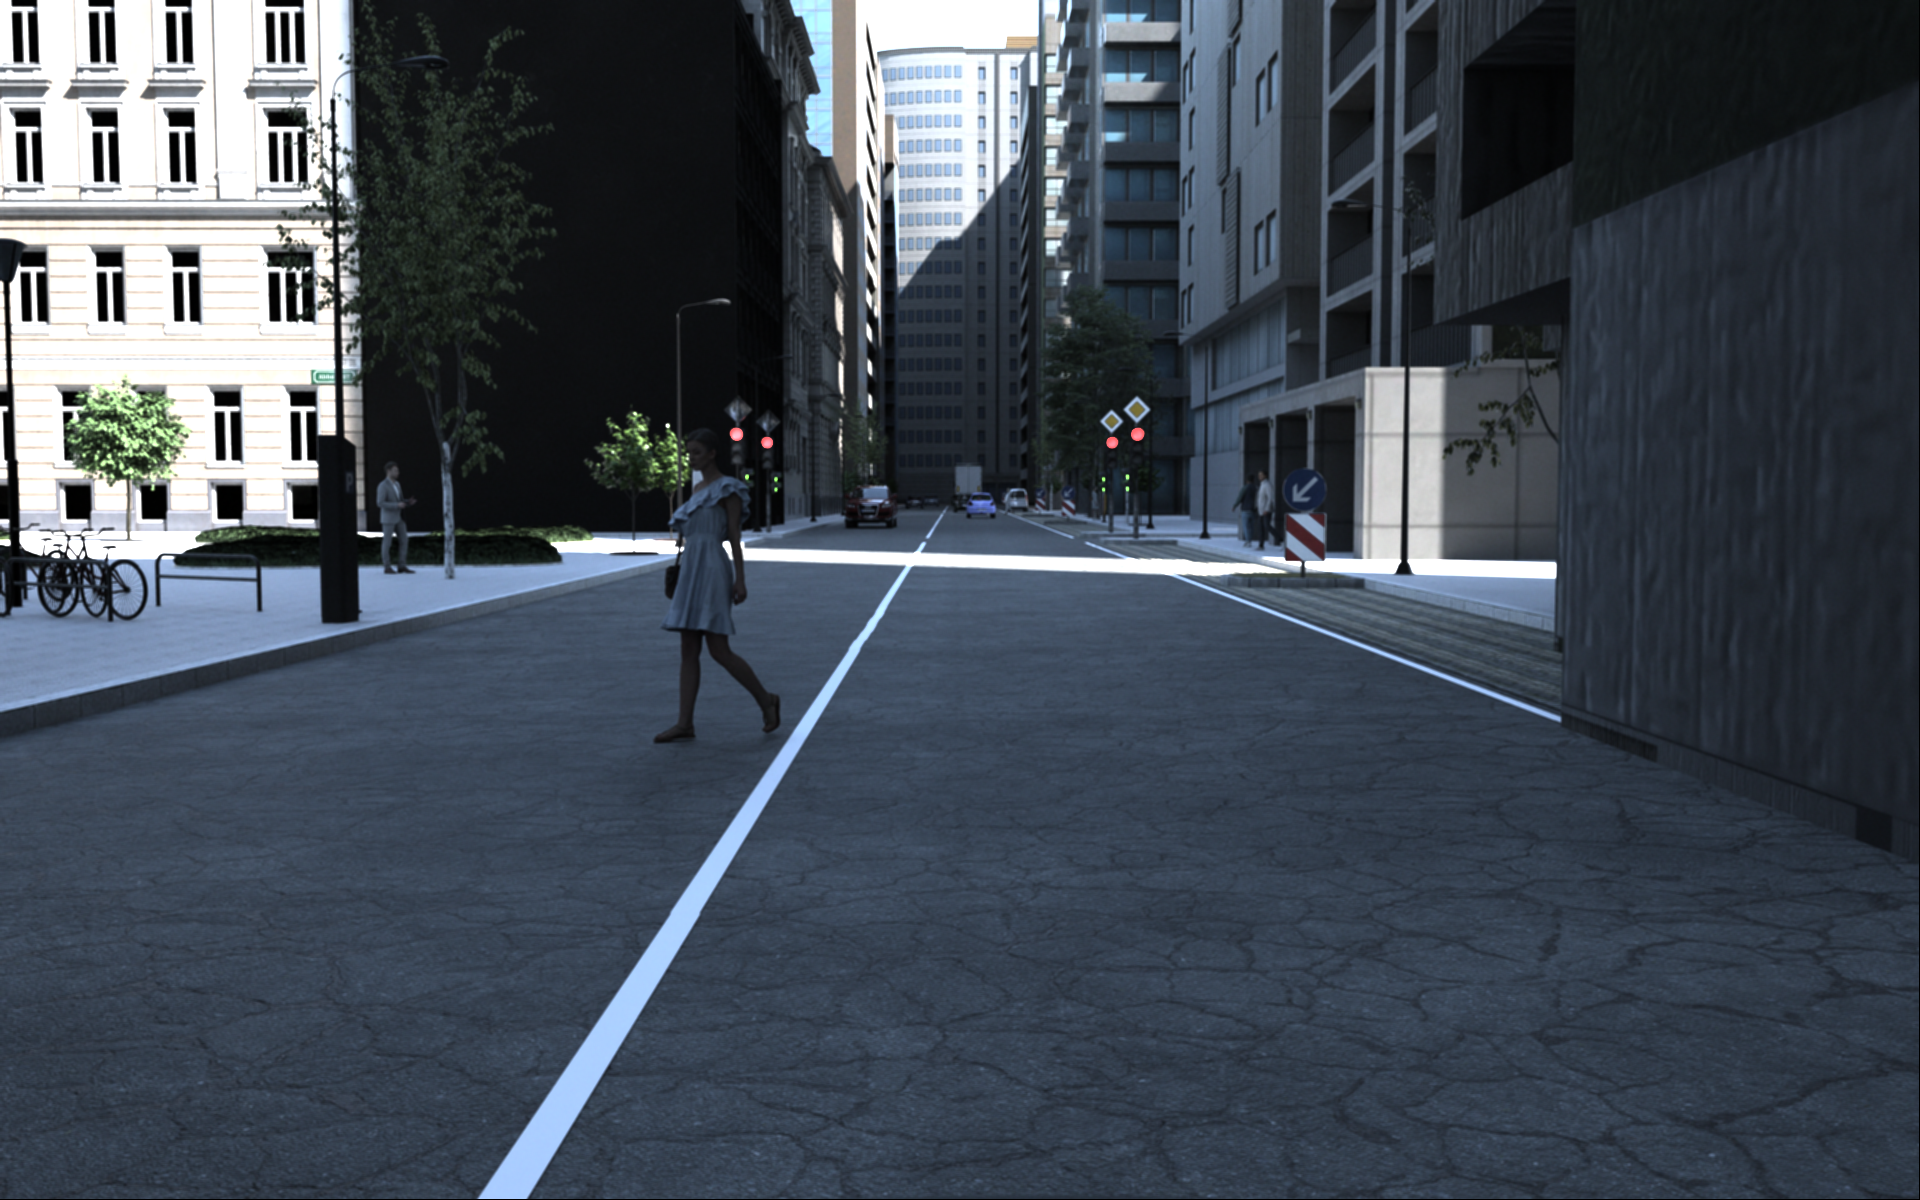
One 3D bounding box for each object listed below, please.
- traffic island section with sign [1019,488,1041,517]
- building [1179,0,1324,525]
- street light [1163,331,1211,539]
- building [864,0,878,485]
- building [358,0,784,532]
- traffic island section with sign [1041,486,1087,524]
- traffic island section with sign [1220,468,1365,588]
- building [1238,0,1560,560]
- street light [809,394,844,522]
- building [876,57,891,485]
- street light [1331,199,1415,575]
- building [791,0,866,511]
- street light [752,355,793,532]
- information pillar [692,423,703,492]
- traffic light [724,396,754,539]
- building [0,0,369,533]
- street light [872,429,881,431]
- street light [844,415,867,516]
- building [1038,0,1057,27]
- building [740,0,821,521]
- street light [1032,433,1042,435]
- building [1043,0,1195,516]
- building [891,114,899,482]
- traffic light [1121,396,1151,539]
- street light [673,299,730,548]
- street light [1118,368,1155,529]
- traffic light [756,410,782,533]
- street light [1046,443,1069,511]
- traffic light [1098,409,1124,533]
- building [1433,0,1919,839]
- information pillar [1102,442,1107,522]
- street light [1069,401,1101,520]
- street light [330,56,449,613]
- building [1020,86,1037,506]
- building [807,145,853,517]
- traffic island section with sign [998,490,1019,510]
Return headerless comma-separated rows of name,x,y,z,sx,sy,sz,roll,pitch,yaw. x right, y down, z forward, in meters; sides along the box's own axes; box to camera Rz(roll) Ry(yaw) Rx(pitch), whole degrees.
traffic island section with sign,4.922,-6.168,109.467,1.989,1.847,2.006,0,4,0
building,23.823,-29.497,71.509,27.495,52.752,28.713,0,4,0
street light,6.500,-4.713,49.592,1.470,5.913,1.316,0,4,0
building,-18.662,-32.621,157.048,21.300,48.544,21.600,0,4,0
building,-13.601,-14.393,65.010,12.332,23.373,15.834,0,4,0
traffic island section with sign,4.992,-4.506,82.299,1.989,1.847,2.006,0,4,0
traffic island section with sign,5.135,-1.131,27.122,1.989,1.847,2.006,0,4,0
building,17.996,-36.556,35.946,20.563,71.187,20.611,0,4,0
street light,-6.263,-6.587,80.240,1.470,5.913,1.316,0,4,0
building,-14.809,-32.108,175.070,14.600,45.320,14.200,0,4,0
street light,6.548,-3.360,27.471,1.470,5.913,1.316,0,4,0
building,-14.757,-29.914,139.209,14.600,45.320,14.200,0,4,0
street light,-6.276,-5.234,58.119,1.470,5.913,1.316,0,4,0
information pillar,-8.520,-3.990,56.588,0.504,3.616,0.183,-1,4,-13
traffic light,-6.328,-3.709,49.555,0.839,4.253,0.868,0,4,0
building,-29.552,-16.956,63.129,20.117,28.700,13.634,0,4,0
street light,-6.404,-9.293,124.482,1.470,5.913,1.316,0,4,0
street light,-6.361,-7.940,102.361,1.470,5.913,1.316,0,4,0
building,18.155,-38.552,172.323,21.231,58.520,28.212,0,4,0
building,-14.524,-18.179,84.610,14.401,28.519,23.554,0,4,0
street light,6.185,-9.758,132.083,1.470,5.913,1.316,0,4,0
building,17.974,-30.373,116.207,23.786,49.044,30.456,0,4,0
building,-14.444,-33.657,200.397,14.200,45.320,14.600,0,4,0
traffic light,5.033,-3.711,49.601,0.839,4.253,0.868,0,4,0
street light,-6.176,-4.214,41.435,1.470,5.913,1.316,0,4,0
street light,6.488,-5.582,63.811,1.470,5.913,1.316,0,4,0
traffic light,-6.349,-4.197,57.541,0.839,4.253,0.868,0,4,0
street light,6.327,-8.343,108.950,1.470,5.913,1.316,0,4,0
traffic light,5.013,-4.200,57.586,0.839,4.253,0.868,0,4,0
building,10.720,-14.688,11.858,14.160,30.474,14.107,0,4,0
information pillar,6.538,-5.315,78.254,0.183,3.616,0.504,0,4,-5
street light,6.370,-6.978,86.633,1.470,5.913,1.316,0,4,0
street light,-6.116,-2.813,18.529,1.470,5.913,1.316,0,4,0
building,17.950,-35.094,197.487,21.300,48.544,21.600,0,4,0
building,-12.670,-17.012,107.023,11.050,23.489,19.941,0,4,0
traffic island section with sign,4.794,-9.250,159.871,1.989,1.847,2.006,0,4,0
